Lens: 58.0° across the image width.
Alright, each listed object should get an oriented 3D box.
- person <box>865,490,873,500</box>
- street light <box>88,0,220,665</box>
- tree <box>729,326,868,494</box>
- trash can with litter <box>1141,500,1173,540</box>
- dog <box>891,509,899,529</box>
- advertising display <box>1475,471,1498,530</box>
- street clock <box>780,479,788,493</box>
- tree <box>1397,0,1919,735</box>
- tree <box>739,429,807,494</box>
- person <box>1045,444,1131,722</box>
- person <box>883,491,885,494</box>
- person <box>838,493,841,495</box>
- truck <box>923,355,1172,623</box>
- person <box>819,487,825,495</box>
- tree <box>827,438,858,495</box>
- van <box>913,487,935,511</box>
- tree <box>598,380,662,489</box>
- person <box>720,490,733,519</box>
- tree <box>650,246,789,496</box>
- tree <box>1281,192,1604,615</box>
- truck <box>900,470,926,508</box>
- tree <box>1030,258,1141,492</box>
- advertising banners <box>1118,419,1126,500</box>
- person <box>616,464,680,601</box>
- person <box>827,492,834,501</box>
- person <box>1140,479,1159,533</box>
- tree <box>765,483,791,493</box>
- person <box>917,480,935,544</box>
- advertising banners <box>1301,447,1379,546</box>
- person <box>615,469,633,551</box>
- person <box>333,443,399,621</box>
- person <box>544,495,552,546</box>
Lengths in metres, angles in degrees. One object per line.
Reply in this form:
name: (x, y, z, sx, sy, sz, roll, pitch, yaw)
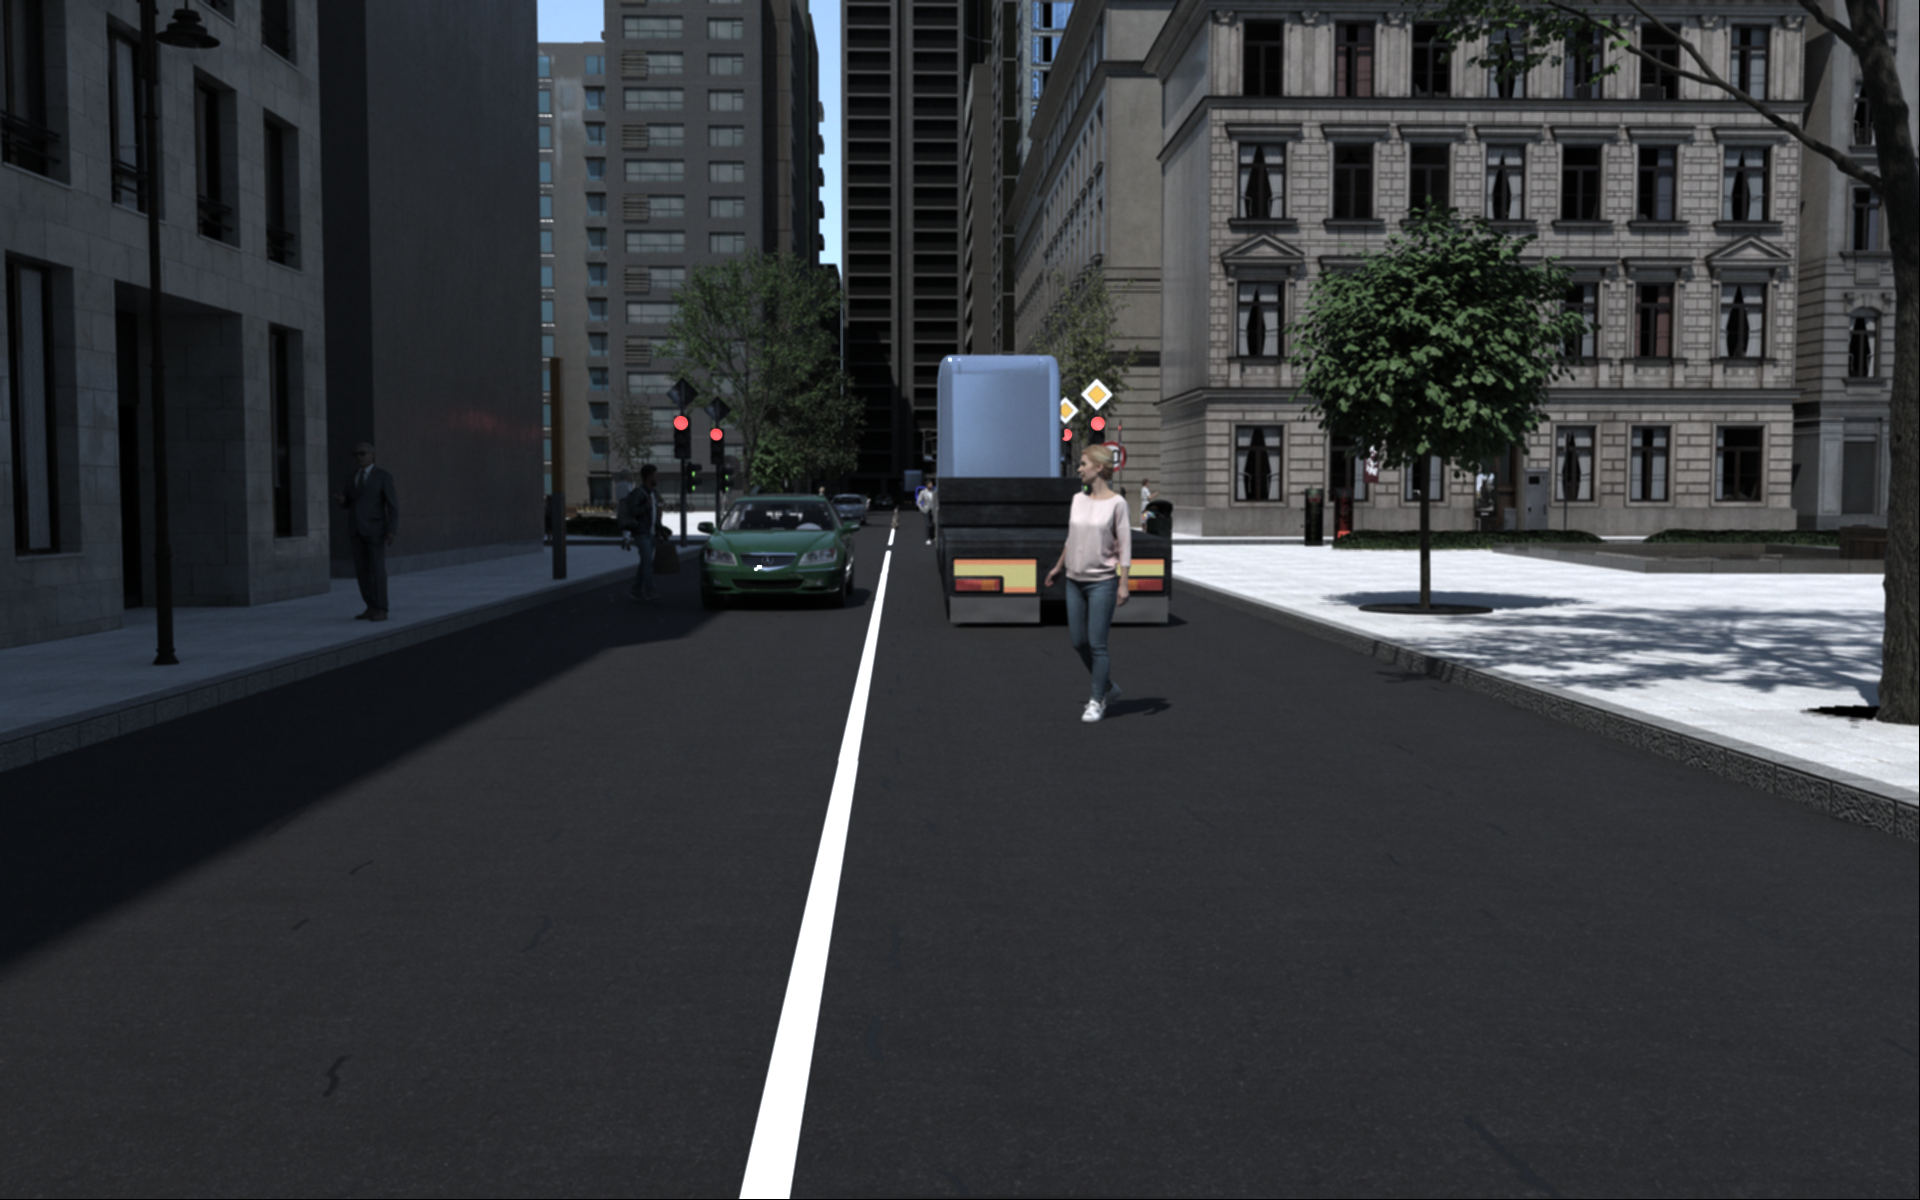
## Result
person: (-9.354, -10.233, 175.904, 1.348, 1.812, 0.705, 2, 4, 29)
street light: (-5.992, -2.453, 12.892, 0.468, 5.910, 1.993, 0, 4, -2)
tree: (-10.851, -12.170, 115.992, 9.611, 12.733, 9.660, 0, 3, 0)
trash can with litter: (3.684, -1.305, 32.720, 0.624, 1.170, 1.055, 0, 4, 0)
dog: (-2.739, -3.285, 70.551, 0.800, 0.831, 0.513, -3, 5, -40)
advertising display: (15.154, -2.733, 49.891, 0.123, 1.923, 0.974, -1, 4, -16)
street clock: (-8.281, -4.705, 81.499, 0.358, 2.002, 0.471, 0, 4, 5)
tree: (5.454, -5.127, 9.576, 9.928, 11.665, 9.643, 0, 3, 0)
tree: (-9.405, -6.319, 87.024, 4.285, 4.588, 4.351, 0, 3, 0)
person: (0.853, -0.116, 11.064, 0.731, 1.740, 0.598, 2, 4, 34)
person: (-8.735, -11.493, 196.958, 0.434, 1.755, 0.990, 3, 4, 37)
person: (-12.747, -10.700, 182.458, 0.415, 1.643, 0.593, -1, 4, -17)
truck: (0.877, -2.325, 27.778, 2.967, 4.110, 18.799, 0, 4, -1)
person: (-7.064, -4.870, 88.307, 0.728, 1.800, 0.709, 0, 4, -8)
tree: (-12.122, -13.680, 174.028, 4.360, 8.622, 3.978, 0, 3, 0)
van: (-2.870, -8.753, 147.501, 2.240, 2.365, 5.245, 0, 4, -1)
tree: (-20.710, -9.745, 109.701, 4.360, 8.622, 3.978, 0, 3, 0)
person: (-11.959, -5.005, 87.995, 0.853, 1.813, 0.709, 1, 4, 13)
tree: (-8.690, -8.912, 71.468, 9.928, 11.665, 9.643, 0, 3, 0)
tree: (5.211, -2.155, 18.951, 4.285, 4.588, 4.351, 0, 3, 0)
truck: (-5.038, -12.141, 188.261, 2.967, 4.110, 18.799, 0, 4, -2)
tree: (3.795, -6.390, 54.845, 4.737, 8.622, 4.395, 0, 3, 0)
advertising banners: (3.724, -2.670, 39.849, 0.090, 3.025, 2.074, 0, 4, 3)
person: (-4.133, -0.891, 23.046, 0.713, 1.824, 0.794, 2, 4, 32)
person: (-10.820, -8.250, 144.164, 0.697, 1.427, 0.421, 3, 4, 37)
person: (5.784, -2.841, 53.069, 0.524, 1.755, 0.480, -1, 4, -19)
tree: (-10.313, -6.281, 97.294, 1.663, 3.219, 1.824, 0, 3, 0)
person: (-0.922, -2.520, 49.550, 0.661, 1.843, 0.795, -1, 4, -21)
advertising banners: (9.438, -2.844, 42.680, 2.074, 3.025, 0.090, 0, 4, -6)
person: (-7.548, -2.023, 38.998, 0.514, 1.842, 0.818, 1, 4, 11)
person: (-6.062, -0.698, 17.624, 0.661, 1.801, 0.590, 1, 4, 12)
person: (-10.172, -1.959, 42.741, 0.373, 1.253, 0.362, 2, 4, 30)
